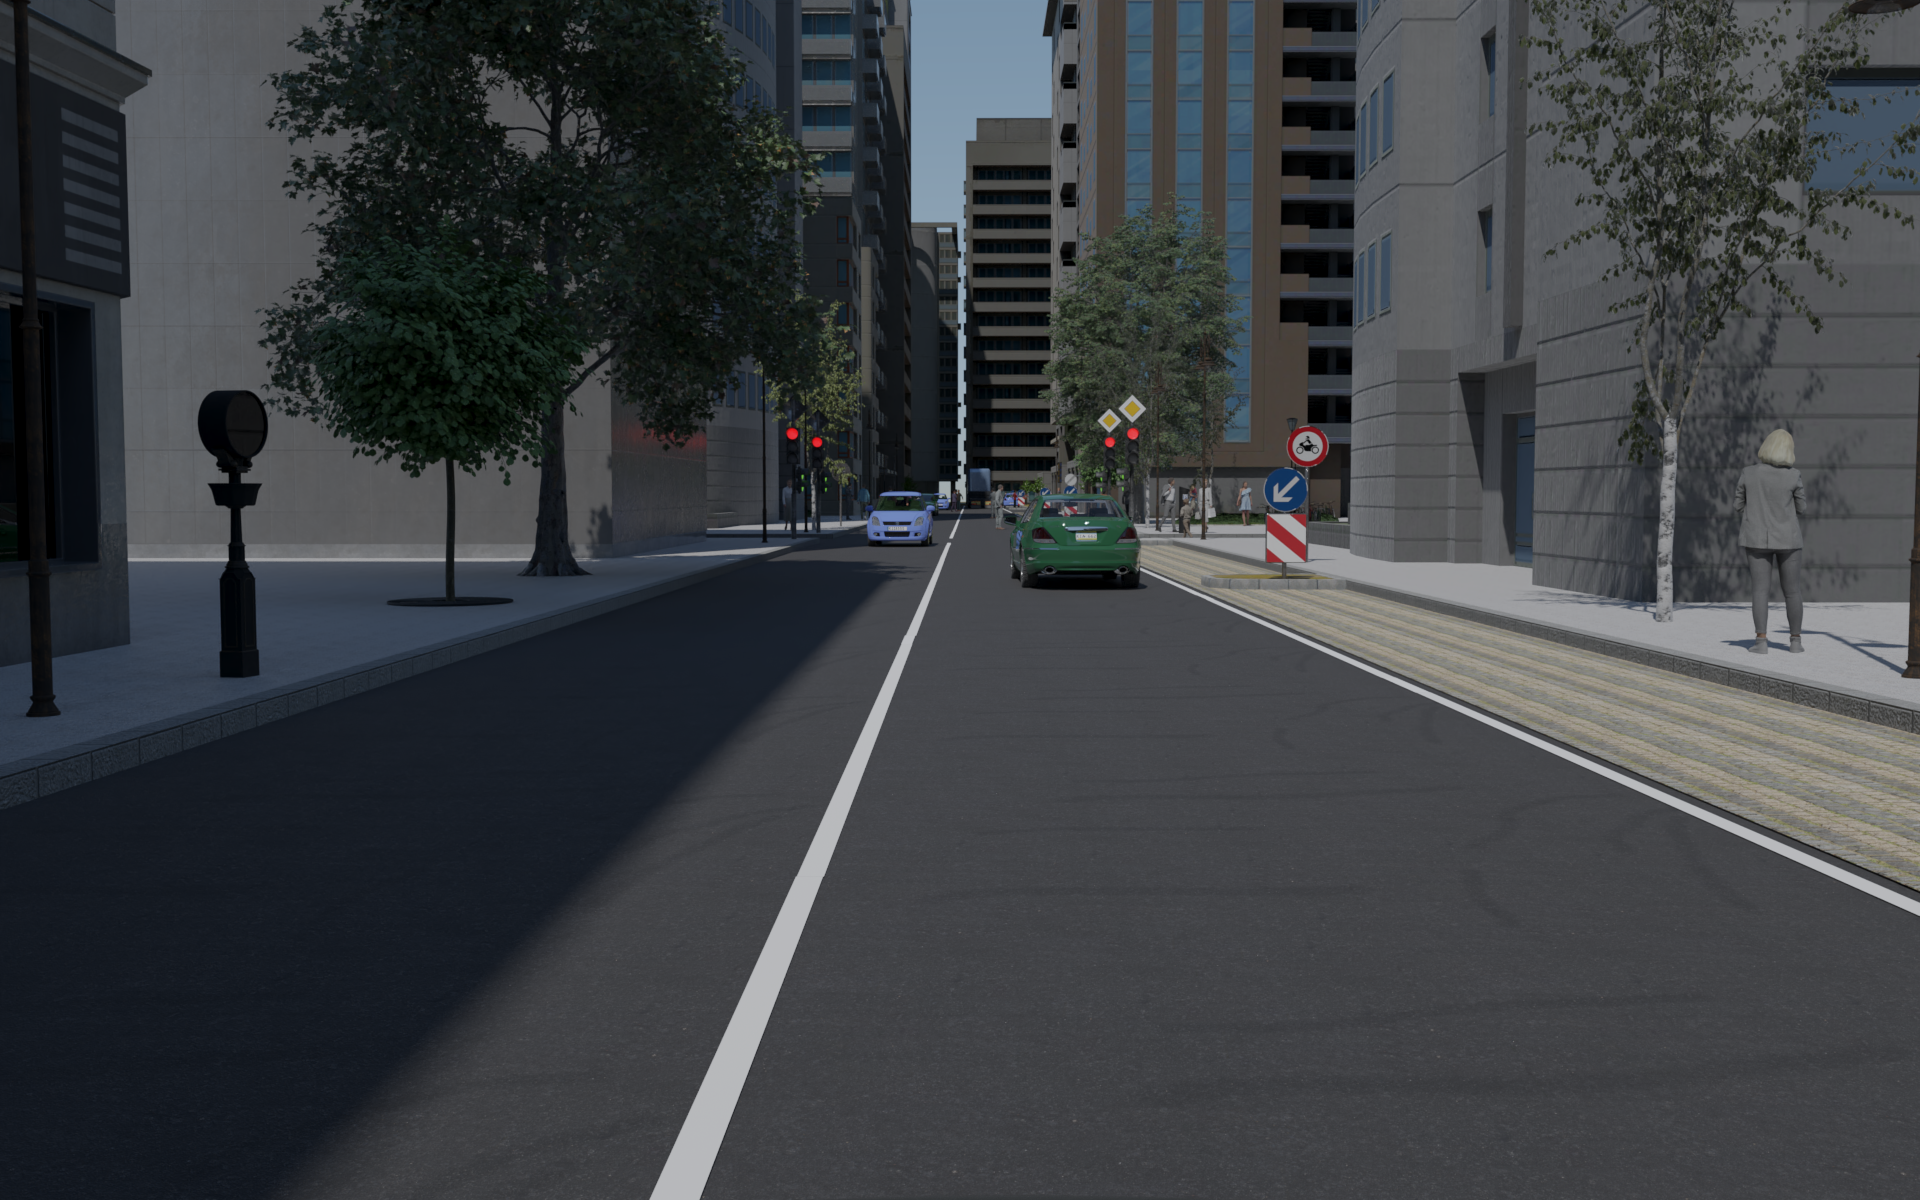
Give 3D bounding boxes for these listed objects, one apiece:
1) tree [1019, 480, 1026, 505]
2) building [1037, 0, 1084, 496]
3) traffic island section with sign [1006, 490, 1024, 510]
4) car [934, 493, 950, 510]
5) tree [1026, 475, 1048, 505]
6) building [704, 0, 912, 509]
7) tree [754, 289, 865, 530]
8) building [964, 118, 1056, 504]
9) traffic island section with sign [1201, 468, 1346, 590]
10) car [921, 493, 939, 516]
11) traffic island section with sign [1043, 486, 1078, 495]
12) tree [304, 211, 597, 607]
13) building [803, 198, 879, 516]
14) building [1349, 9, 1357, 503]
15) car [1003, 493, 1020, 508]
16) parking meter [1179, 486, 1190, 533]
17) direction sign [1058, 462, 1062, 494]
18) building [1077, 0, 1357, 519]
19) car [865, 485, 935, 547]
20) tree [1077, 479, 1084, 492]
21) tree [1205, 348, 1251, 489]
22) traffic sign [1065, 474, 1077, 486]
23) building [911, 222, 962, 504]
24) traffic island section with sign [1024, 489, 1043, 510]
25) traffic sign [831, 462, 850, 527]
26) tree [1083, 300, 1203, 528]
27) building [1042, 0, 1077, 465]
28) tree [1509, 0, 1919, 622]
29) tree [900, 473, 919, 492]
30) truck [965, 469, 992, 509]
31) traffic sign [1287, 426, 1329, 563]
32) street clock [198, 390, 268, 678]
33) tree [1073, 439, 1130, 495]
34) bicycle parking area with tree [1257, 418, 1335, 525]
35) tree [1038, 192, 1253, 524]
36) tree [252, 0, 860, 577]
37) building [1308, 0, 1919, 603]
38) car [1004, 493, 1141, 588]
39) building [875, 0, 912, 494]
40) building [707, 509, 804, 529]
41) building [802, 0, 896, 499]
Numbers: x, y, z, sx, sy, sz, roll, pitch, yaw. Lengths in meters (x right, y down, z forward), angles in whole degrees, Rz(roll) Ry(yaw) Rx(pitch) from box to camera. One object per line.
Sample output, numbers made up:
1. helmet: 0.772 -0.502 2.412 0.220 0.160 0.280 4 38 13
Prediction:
1. tree: 7.926 -13.084 208.529 1.663 3.219 1.824 0 3 0
2. building: 19.389 -46.260 194.600 20.563 71.187 20.611 0 4 0
3. traffic island section with sign: 5.488 -9.196 158.981 1.989 1.847 2.006 0 4 0
4. car: -1.826 -8.766 152.918 1.945 1.707 3.694 0 4 -1
5. tree: 7.640 -10.690 169.385 1.663 3.219 1.824 0 3 0
6. building: -19.635 -39.989 195.822 28.212 58.520 21.231 0 4 0
7. tree: -5.239 -6.809 61.693 4.737 8.622 4.395 0 3 0
8. building: 11.276 -36.861 226.380 21.600 48.544 21.300 0 4 0
9. traffic island section with sign: 4.777 -1.107 26.722 1.989 1.847 2.006 0 4 0
10. car: -2.369 -6.444 114.151 1.959 1.807 4.718 0 4 2
11. traffic island section with sign: 5.084 -4.486 81.973 1.989 1.847 2.006 0 4 0
12. tree: -5.968 -2.231 20.193 4.285 4.588 4.351 0 3 0
13. building: -20.037 -16.572 115.998 27.650 21.520 28.899 0 4 0
14. building: 18.355 -41.731 120.555 20.563 71.187 20.611 0 4 0
15. car: 5.374 -10.419 179.941 1.945 1.707 3.694 0 4 1
16. parking meter: 7.321 -2.939 56.467 0.372 1.533 0.369 0 3 0
17. direction sign: 7.034 -7.956 122.070 0.379 3.537 0.876 -1 4 -13
18. building: 13.983 -27.272 96.009 14.600 45.320 14.200 0 4 0
19. car: -1.648 -2.368 48.309 1.945 1.707 3.694 0 4 1
20. tree: 8.407 -7.100 110.684 1.663 3.219 1.824 0 3 0
21. tree: 12.133 -8.266 85.517 4.360 8.622 3.978 0 3 0
22. traffic sign: 6.902 -6.604 108.088 0.768 2.556 0.104 0 4 3
23. building: -11.834 -33.060 232.417 23.993 40.220 32.217 0 4 0
24. traffic island section with sign: 5.227 -6.136 108.950 1.989 1.847 2.006 0 4 0
25. traffic sign: -4.712 -4.179 68.430 0.768 2.556 0.104 0 4 4
26. tree: 6.843 -7.023 65.186 4.360 8.622 3.978 0 3 0
27. building: 23.008 -35.590 171.135 28.713 52.752 27.495 0 4 0
28. tree: 7.306 -4.087 17.183 4.360 8.622 3.978 0 3 0
29. tree: -4.517 -9.891 156.317 1.663 3.219 1.824 0 3 0
30. truck: 2.110 -11.504 177.843 2.967 4.110 18.799 0 4 -1
31. traffic sign: 6.492 -1.976 32.414 0.768 2.556 0.104 1 4 8
32. street clock: -5.067 -0.462 12.125 0.358 2.002 0.471 1 4 14
33. tree: 7.345 -6.344 87.431 4.285 4.588 4.351 0 3 0
34. bicycle parking area with tree: 15.006 -4.755 64.754 8.231 4.147 9.016 2 4 24
35. tree: 7.639 -10.270 74.576 9.857 13.997 8.962 0 3 0
36. tree: -6.303 -6.725 26.962 9.611 12.733 9.660 0 3 0
37. building: 18.624 -30.006 32.603 21.231 58.520 28.212 0 4 0
38. car: 1.804 -0.987 27.932 2.131 1.459 4.920 0 4 -2
39. building: -15.882 -33.635 173.626 21.300 48.544 21.600 0 4 0
40. building: -18.583 -32.511 73.553 21.231 58.520 28.212 0 4 0
41. building: -17.687 -32.251 146.909 23.786 49.044 30.456 0 4 0
